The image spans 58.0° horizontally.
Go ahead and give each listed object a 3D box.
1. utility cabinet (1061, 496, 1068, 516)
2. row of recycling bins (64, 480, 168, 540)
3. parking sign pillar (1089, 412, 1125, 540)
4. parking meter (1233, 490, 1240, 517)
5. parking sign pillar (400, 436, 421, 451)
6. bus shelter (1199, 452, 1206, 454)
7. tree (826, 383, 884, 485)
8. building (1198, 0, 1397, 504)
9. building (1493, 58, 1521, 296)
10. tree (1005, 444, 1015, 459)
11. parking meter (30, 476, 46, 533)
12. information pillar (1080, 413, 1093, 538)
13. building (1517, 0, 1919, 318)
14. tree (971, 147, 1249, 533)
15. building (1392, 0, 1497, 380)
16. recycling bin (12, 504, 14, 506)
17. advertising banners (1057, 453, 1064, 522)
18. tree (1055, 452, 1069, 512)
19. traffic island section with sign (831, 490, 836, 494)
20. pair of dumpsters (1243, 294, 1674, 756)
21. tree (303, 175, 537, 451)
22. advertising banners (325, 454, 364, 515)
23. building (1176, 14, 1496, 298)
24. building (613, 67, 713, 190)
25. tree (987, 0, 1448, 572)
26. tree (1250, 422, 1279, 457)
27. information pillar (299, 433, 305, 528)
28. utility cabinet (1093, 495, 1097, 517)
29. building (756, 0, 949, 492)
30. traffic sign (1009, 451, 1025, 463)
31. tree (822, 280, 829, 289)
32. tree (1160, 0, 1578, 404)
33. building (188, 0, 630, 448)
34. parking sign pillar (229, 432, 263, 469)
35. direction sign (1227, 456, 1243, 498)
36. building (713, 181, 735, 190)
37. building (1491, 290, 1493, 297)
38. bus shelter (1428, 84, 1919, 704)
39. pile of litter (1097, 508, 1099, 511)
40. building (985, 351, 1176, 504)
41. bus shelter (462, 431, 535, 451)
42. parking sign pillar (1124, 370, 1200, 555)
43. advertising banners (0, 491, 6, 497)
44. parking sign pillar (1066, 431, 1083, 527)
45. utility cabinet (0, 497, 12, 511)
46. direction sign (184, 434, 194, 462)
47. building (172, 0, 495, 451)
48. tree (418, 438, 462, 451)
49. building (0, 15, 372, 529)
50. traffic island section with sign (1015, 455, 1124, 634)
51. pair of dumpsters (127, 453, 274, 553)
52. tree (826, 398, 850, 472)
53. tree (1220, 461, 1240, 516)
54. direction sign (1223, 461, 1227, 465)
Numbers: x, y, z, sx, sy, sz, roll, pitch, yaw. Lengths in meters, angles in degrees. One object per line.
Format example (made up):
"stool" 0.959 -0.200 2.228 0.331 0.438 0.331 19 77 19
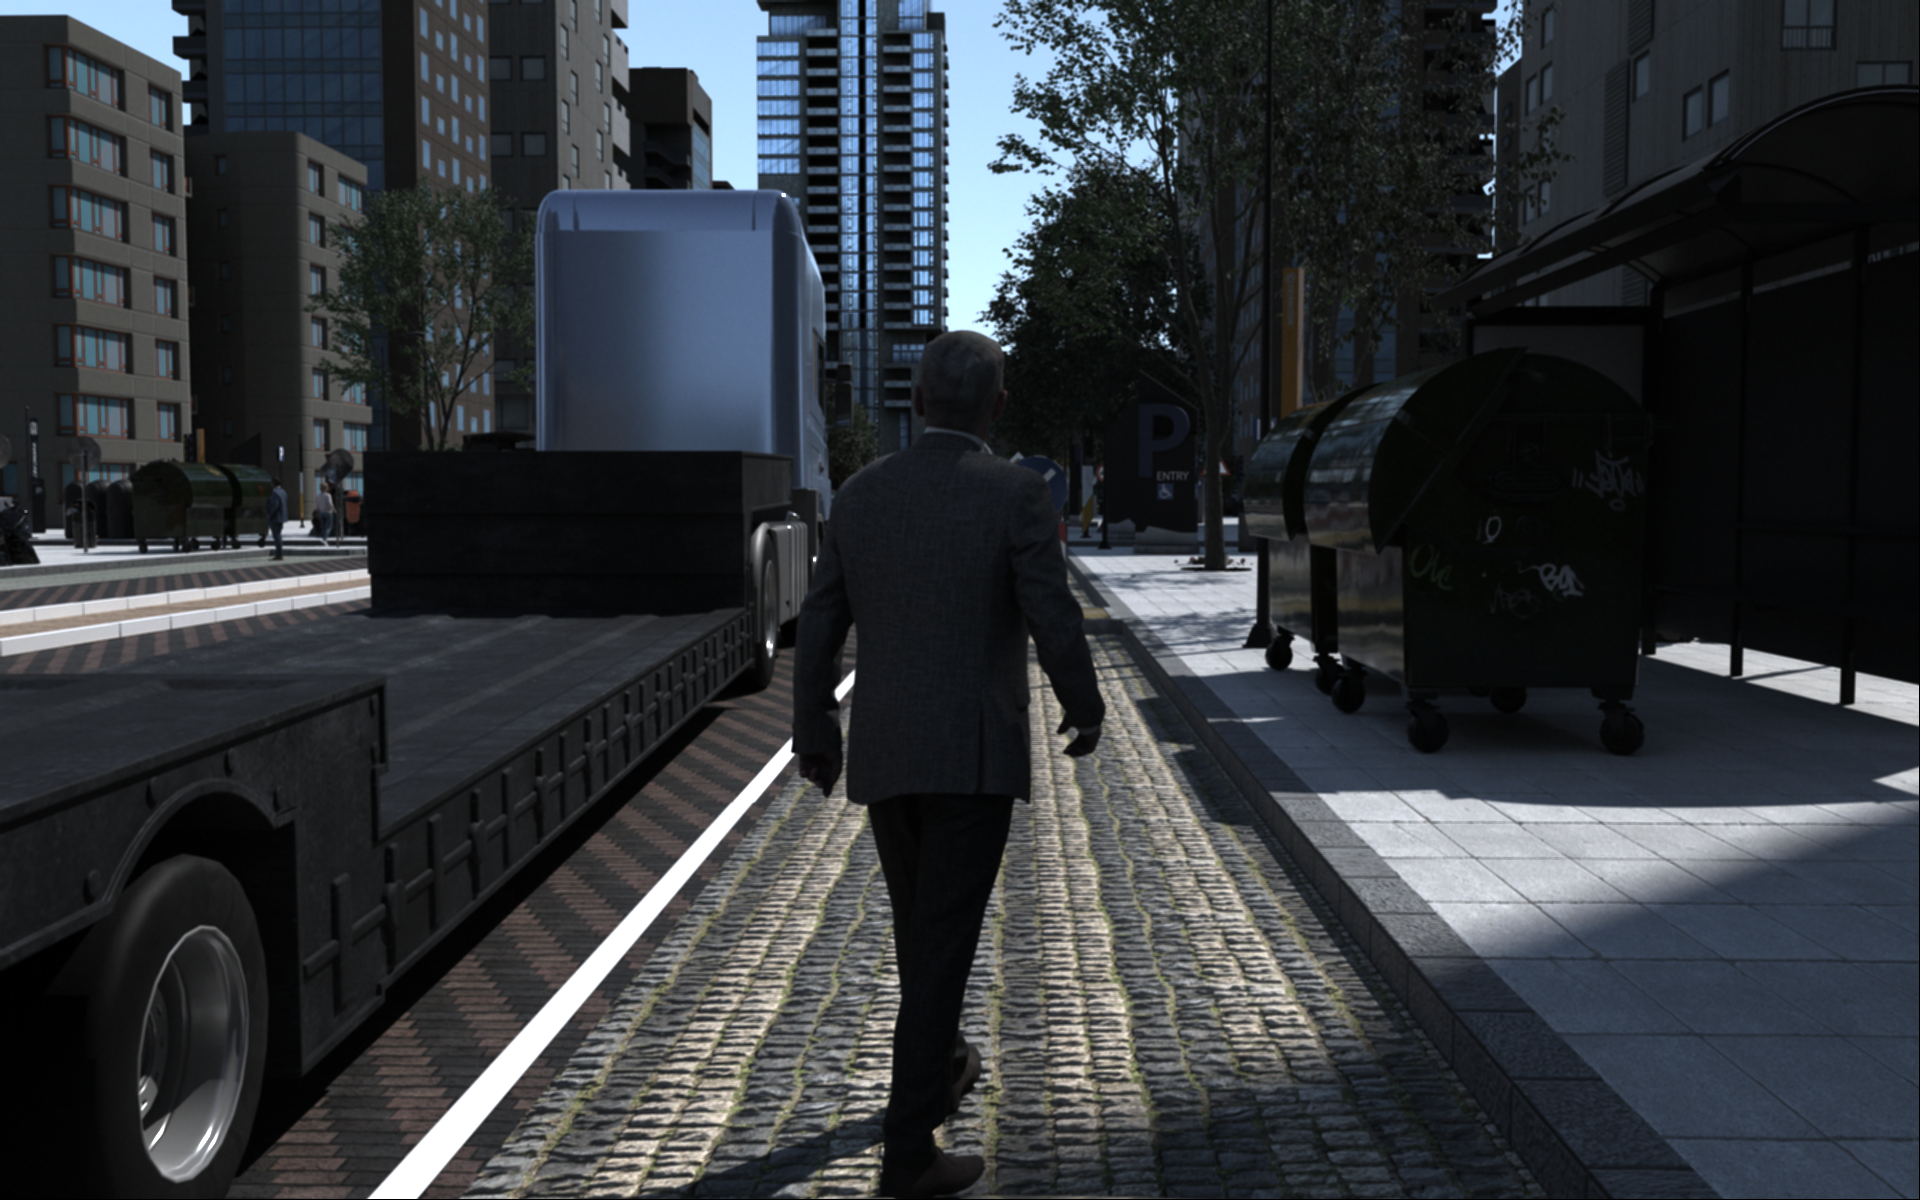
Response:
"utility cabinet" 6.390 -5.616 102.991 1.020 1.237 0.306 1 4 16
"row of recycling bins" -24.182 -2.597 49.582 3.534 1.692 1.069 1 4 21
"parking sign pillar" 4.711 -3.672 48.502 1.447 3.967 1.447 -2 4 -34
"parking meter" 15.536 -5.443 97.404 0.372 1.533 0.369 0 3 0
"parking sign pillar" -25.553 -5.681 81.357 1.447 3.967 1.447 -3 5 -43
"bus shelter" 8.299 -4.519 67.808 2.014 3.302 5.546 0 4 2
"tree" -13.384 -15.369 168.287 9.611 12.733 9.660 0 3 0
"building" 28.349 -30.563 149.819 14.600 45.320 14.200 0 4 2
"building" 66.700 -33.578 172.698 21.600 48.544 21.300 0 4 2
"tree" 9.475 -17.995 200.868 9.857 13.997 8.962 0 3 0
"parking meter" -30.118 -3.113 56.604 0.255 1.863 0.399 3 5 44
"information pillar" 3.723 -3.621 50.558 0.183 3.616 0.504 2 4 35
"building" 40.894 -29.626 73.623 27.495 52.752 28.713 0 4 2
"tree" 4.936 -8.591 57.475 9.611 12.733 9.660 0 3 0
"building" 26.509 -28.456 115.368 14.600 45.320 14.200 0 4 2
"recycling bin" -23.389 -1.800 41.991 0.722 1.027 0.722 -1 4 -17
"advertising banners" 4.291 -4.787 74.462 0.090 3.025 2.074 0 4 -6
"tree" 5.656 -8.725 93.016 4.737 8.622 4.395 0 3 0
"traffic island section with sign" -11.064 -8.704 150.939 1.989 1.847 2.006 0 4 2
"pair of dumpsters" 2.792 -0.490 10.506 1.574 2.255 4.437 0 4 2
"tree" -16.792 -7.937 55.532 9.928 11.665 9.643 0 3 0
"advertising banners" -26.516 -4.844 75.382 2.074 3.025 0.090 -2 4 -27
"building" 35.960 -35.546 170.421 28.713 52.752 27.495 0 4 2
"building" -33.835 -32.394 179.749 14.200 45.320 14.600 0 4 2
"tree" 4.290 -6.304 28.829 9.928 11.665 9.643 0 3 0
"tree" 13.617 -5.389 71.822 4.285 4.588 4.351 0 3 0
"information pillar" -25.115 -4.567 66.031 0.183 3.616 0.504 -1 4 -23
"utility cabinet" 7.328 -5.310 97.983 0.306 1.237 1.020 3 5 41
"building" -14.538 -56.176 231.142 31.000 86.520 22.319 0 4 2
"traffic sign" 1.368 -2.265 40.669 0.795 2.450 0.064 0 4 2
"tree" -16.076 -16.506 125.768 12.611 20.169 13.585 0 3 0
"tree" 4.198 -4.173 18.587 4.360 8.622 3.978 0 3 0
"building" -41.969 -33.570 138.107 28.713 52.752 27.495 0 4 2
"parking sign pillar" -30.739 -5.268 74.597 1.447 3.967 1.447 -1 4 -19
"direction sign" 16.342 -6.731 102.051 0.379 3.537 0.876 -3 4 -37
"building" -44.580 -35.451 234.255 28.867 44.769 22.147 0 4 2
"building" 65.015 -27.822 226.585 14.107 30.474 14.160 0 4 2
"bus shelter" 4.724 -1.066 11.345 2.014 3.302 5.546 0 4 2
"pile of litter" 9.966 -6.599 121.861 1.719 0.858 1.176 -1 4 -11
"building" 16.033 -23.836 234.751 28.899 21.520 27.650 0 4 2
"bus shelter" -17.562 -4.653 67.367 1.731 3.624 6.357 0 4 2
"parking sign pillar" 4.459 -2.987 37.311 1.447 3.967 1.447 1 4 17
"advertising banners" -35.270 -4.028 62.050 0.090 3.025 2.074 2 4 34
"parking sign pillar" 4.727 -4.867 68.044 1.447 3.967 1.447 2 4 26
"utility cabinet" -19.255 -1.430 34.541 1.020 1.237 0.306 3 5 40
"direction sign" -29.089 -4.489 65.385 0.379 3.537 0.876 -3 5 -43
"building" -37.757 -27.895 106.197 14.600 45.320 14.200 0 4 2
"tree" -28.934 -6.910 96.693 4.285 4.588 4.351 0 3 0
"building" -45.501 -14.227 77.657 27.650 21.520 28.899 0 4 2
"traffic island section with sign" 0.704 -0.607 18.555 1.989 1.847 2.006 0 4 2
"pair of dumpsters" -17.184 -2.256 39.387 1.574 2.255 4.437 0 4 2
"tree" -13.562 -13.525 155.545 8.767 10.594 7.601 1 4 11
"tree" 15.234 -6.476 100.480 1.663 3.219 1.824 0 3 0
"direction sign" 18.287 -7.678 117.537 0.876 3.537 0.379 0 4 -6
